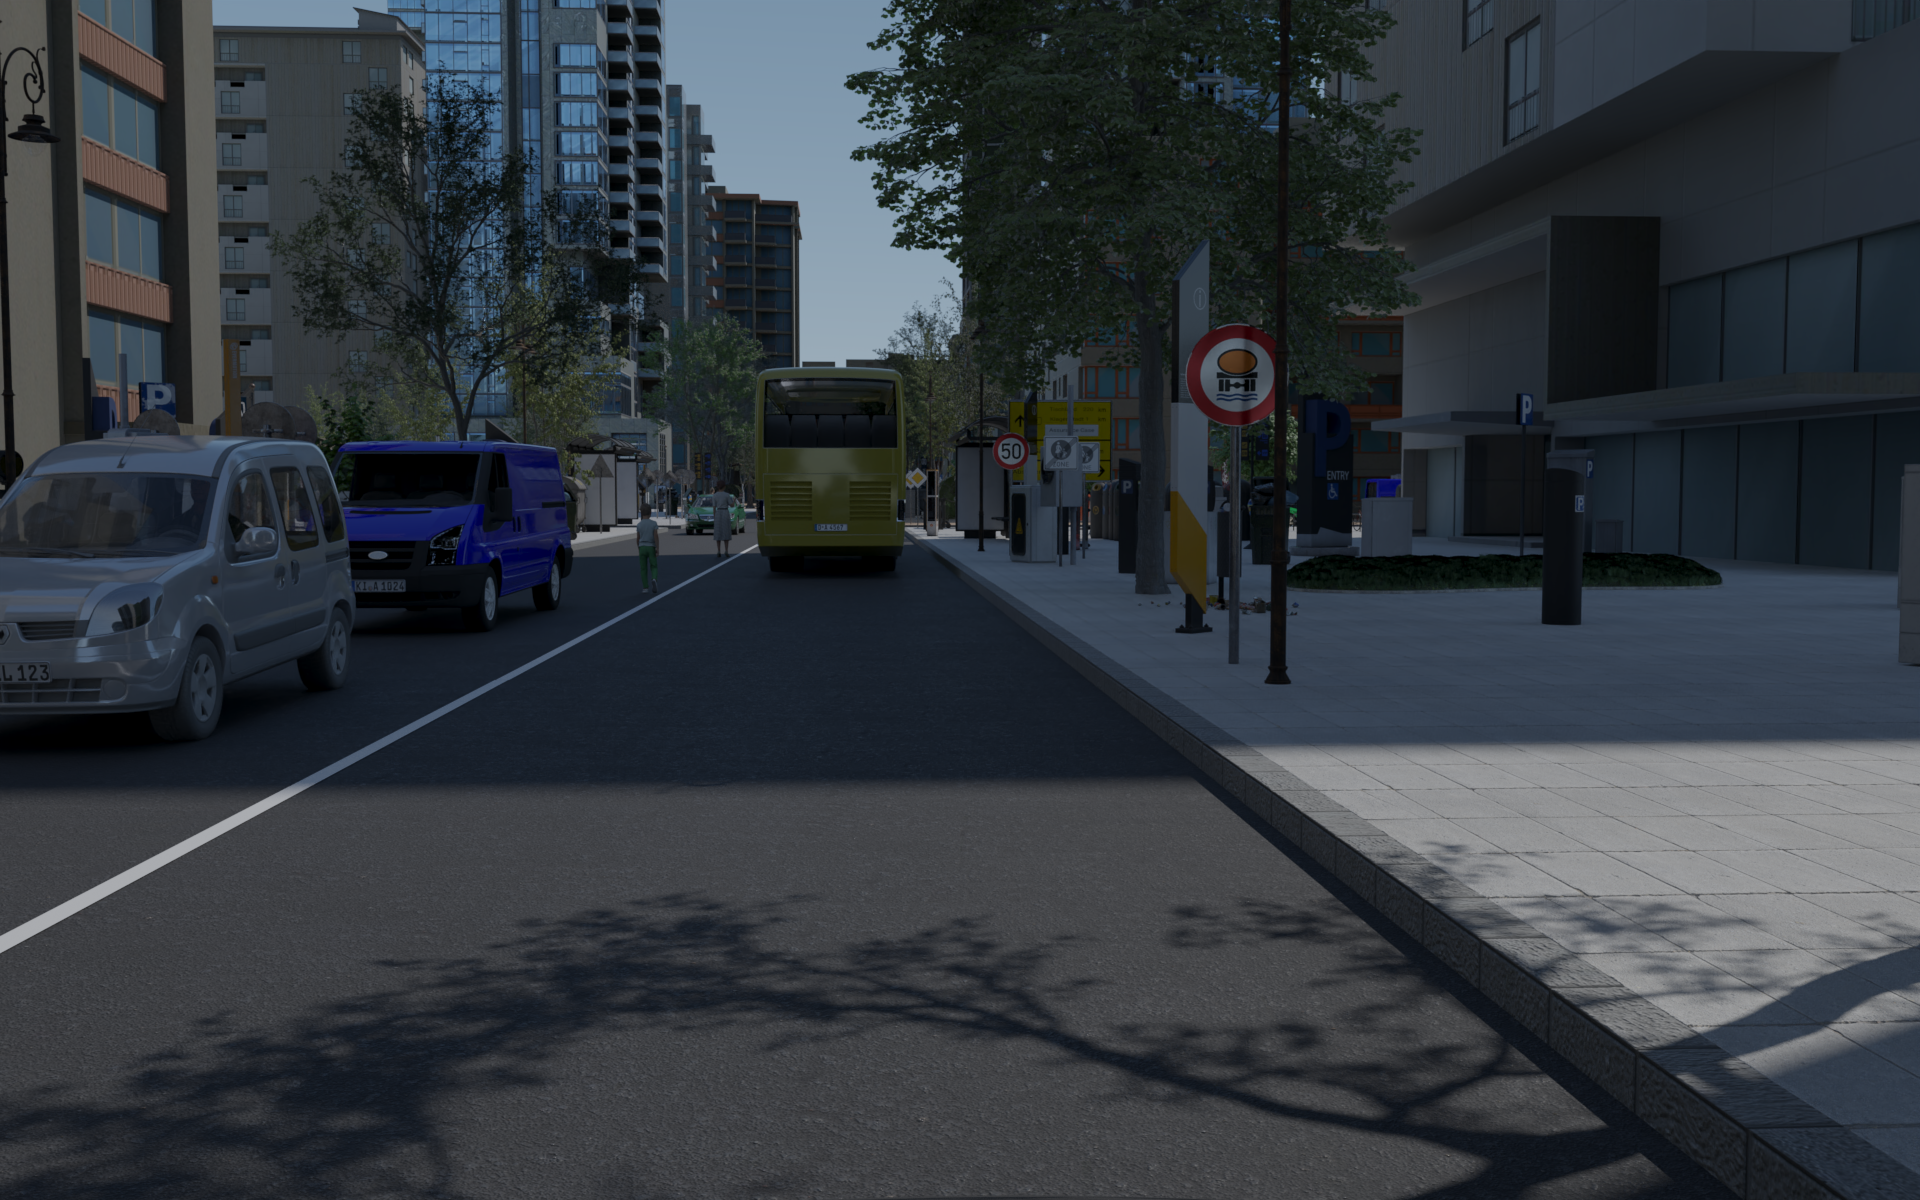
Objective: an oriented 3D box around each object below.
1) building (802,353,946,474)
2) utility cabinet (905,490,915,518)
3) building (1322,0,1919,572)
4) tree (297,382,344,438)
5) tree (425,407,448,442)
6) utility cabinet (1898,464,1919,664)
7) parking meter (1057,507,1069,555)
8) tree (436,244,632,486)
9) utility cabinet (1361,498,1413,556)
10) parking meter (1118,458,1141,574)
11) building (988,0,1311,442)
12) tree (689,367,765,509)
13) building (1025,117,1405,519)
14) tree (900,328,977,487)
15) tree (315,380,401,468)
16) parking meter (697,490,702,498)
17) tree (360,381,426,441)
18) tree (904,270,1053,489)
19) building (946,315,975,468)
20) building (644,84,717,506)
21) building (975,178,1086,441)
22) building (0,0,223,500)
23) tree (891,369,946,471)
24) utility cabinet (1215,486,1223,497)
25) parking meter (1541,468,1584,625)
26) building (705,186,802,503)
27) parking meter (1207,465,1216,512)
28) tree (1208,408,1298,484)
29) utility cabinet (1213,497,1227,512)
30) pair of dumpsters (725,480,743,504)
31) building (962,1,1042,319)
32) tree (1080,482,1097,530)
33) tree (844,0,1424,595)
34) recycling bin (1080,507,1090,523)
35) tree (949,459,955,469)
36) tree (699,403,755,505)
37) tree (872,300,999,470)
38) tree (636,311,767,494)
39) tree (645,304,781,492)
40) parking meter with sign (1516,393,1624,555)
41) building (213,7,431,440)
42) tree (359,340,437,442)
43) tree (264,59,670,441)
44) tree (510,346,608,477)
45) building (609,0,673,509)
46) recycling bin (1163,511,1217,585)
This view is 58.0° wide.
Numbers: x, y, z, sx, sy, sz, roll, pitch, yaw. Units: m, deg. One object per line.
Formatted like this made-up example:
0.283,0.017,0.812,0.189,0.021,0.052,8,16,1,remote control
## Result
-8.569,-25.007,253.895,28.899,21.520,27.650,0,4,-3,building
-2.947,-5.147,92.837,1.173,1.500,0.318,-3,5,-42,utility cabinet
25.103,-27.520,39.184,28.713,52.752,27.495,0,4,-3,building
-42.251,-9.949,113.022,4.737,8.622,4.395,0,3,0,tree
-43.123,-11.506,138.477,4.360,8.622,3.978,0,3,0,tree
7.455,-0.234,12.507,0.318,1.500,1.173,-2,4,-29,utility cabinet
2.122,-1.729,36.687,0.372,1.533,0.369,0,3,0,parking meter
-12.084,-6.145,50.839,4.737,8.622,4.395,0,3,0,tree
7.802,-1.254,31.672,1.020,1.237,0.306,-2,4,-30,utility cabinet
2.780,-1.362,27.975,0.399,1.863,0.255,3,5,40,parking meter
14.455,-50.121,132.150,22.319,86.520,31.000,0,4,-3,building
-18.588,-14.404,152.507,9.611,12.733,9.660,0,3,0,tree
19.437,-15.493,98.347,28.899,21.520,27.650,0,4,-3,building
-0.947,-7.698,76.219,4.737,8.622,4.395,0,3,0,tree
-10.290,-2.136,29.526,1.663,3.219,1.824,0,3,0,tree
-17.694,-6.692,117.824,0.372,1.533,0.369,0,3,0,parking meter
-36.327,-9.653,108.192,4.360,8.622,3.978,0,3,0,tree
0.630,-6.446,55.751,4.360,8.622,3.978,0,3,0,tree
13.382,-20.641,182.520,27.650,21.520,28.899,0,4,-3,building
-44.023,-35.599,201.650,30.456,49.044,23.786,0,4,-3,building
8.245,-23.753,160.063,14.160,30.474,14.107,0,4,-3,building
-33.497,-23.746,42.872,28.867,44.769,22.147,0,4,-3,building
-4.739,-13.090,139.782,9.928,11.665,9.643,0,3,0,tree
6.339,-2.250,45.471,1.173,1.500,0.318,-2,4,-25,utility cabinet
5.936,-0.529,17.052,0.372,1.533,0.369,0,3,0,parking meter
-37.214,-36.318,248.423,28.867,44.769,22.147,0,4,-3,building
4.324,-1.531,30.746,0.399,1.863,0.255,0,4,3,parking meter
9.757,-4.397,55.608,4.285,4.588,4.351,0,3,0,tree
4.731,-1.406,34.148,1.020,1.237,0.306,-1,4,-20,utility cabinet
-16.133,-7.292,121.711,1.574,2.255,4.437,0,4,-3,pair of dumpsters
8.864,-46.925,205.482,20.563,71.187,20.611,0,4,-3,building
4.435,-4.146,62.380,1.663,3.219,1.824,0,3,0,tree
2.042,-6.351,21.970,7.486,12.596,7.792,0,3,0,tree
5.515,-3.995,77.878,0.722,1.027,0.722,-1,4,-21,recycling bin
0.729,-8.876,128.833,4.285,4.588,4.351,0,3,0,tree
-17.220,-10.827,127.380,4.360,8.622,3.978,0,3,0,tree
-1.539,-9.154,84.074,7.601,10.594,8.767,-1,4,-22,tree
-14.651,-10.624,99.453,9.928,11.665,9.643,0,3,0,tree
-15.372,-12.301,111.483,12.009,13.543,11.850,0,3,0,tree
10.431,-2.039,29.605,1.738,3.016,0.543,3,5,40,parking meter with sign
-72.754,-37.151,196.665,27.495,52.752,28.713,0,4,-3,building
-23.873,-7.814,78.128,4.737,8.622,4.395,0,3,0,tree
-10.433,-6.259,36.754,8.767,10.594,7.601,-1,4,-14,tree
-19.258,-8.179,84.089,4.360,8.622,3.978,0,3,0,tree
-37.764,-51.822,159.964,22.319,86.520,31.000,0,4,-3,building
3.282,-0.755,24.901,0.722,1.027,0.722,1,4,18,recycling bin
